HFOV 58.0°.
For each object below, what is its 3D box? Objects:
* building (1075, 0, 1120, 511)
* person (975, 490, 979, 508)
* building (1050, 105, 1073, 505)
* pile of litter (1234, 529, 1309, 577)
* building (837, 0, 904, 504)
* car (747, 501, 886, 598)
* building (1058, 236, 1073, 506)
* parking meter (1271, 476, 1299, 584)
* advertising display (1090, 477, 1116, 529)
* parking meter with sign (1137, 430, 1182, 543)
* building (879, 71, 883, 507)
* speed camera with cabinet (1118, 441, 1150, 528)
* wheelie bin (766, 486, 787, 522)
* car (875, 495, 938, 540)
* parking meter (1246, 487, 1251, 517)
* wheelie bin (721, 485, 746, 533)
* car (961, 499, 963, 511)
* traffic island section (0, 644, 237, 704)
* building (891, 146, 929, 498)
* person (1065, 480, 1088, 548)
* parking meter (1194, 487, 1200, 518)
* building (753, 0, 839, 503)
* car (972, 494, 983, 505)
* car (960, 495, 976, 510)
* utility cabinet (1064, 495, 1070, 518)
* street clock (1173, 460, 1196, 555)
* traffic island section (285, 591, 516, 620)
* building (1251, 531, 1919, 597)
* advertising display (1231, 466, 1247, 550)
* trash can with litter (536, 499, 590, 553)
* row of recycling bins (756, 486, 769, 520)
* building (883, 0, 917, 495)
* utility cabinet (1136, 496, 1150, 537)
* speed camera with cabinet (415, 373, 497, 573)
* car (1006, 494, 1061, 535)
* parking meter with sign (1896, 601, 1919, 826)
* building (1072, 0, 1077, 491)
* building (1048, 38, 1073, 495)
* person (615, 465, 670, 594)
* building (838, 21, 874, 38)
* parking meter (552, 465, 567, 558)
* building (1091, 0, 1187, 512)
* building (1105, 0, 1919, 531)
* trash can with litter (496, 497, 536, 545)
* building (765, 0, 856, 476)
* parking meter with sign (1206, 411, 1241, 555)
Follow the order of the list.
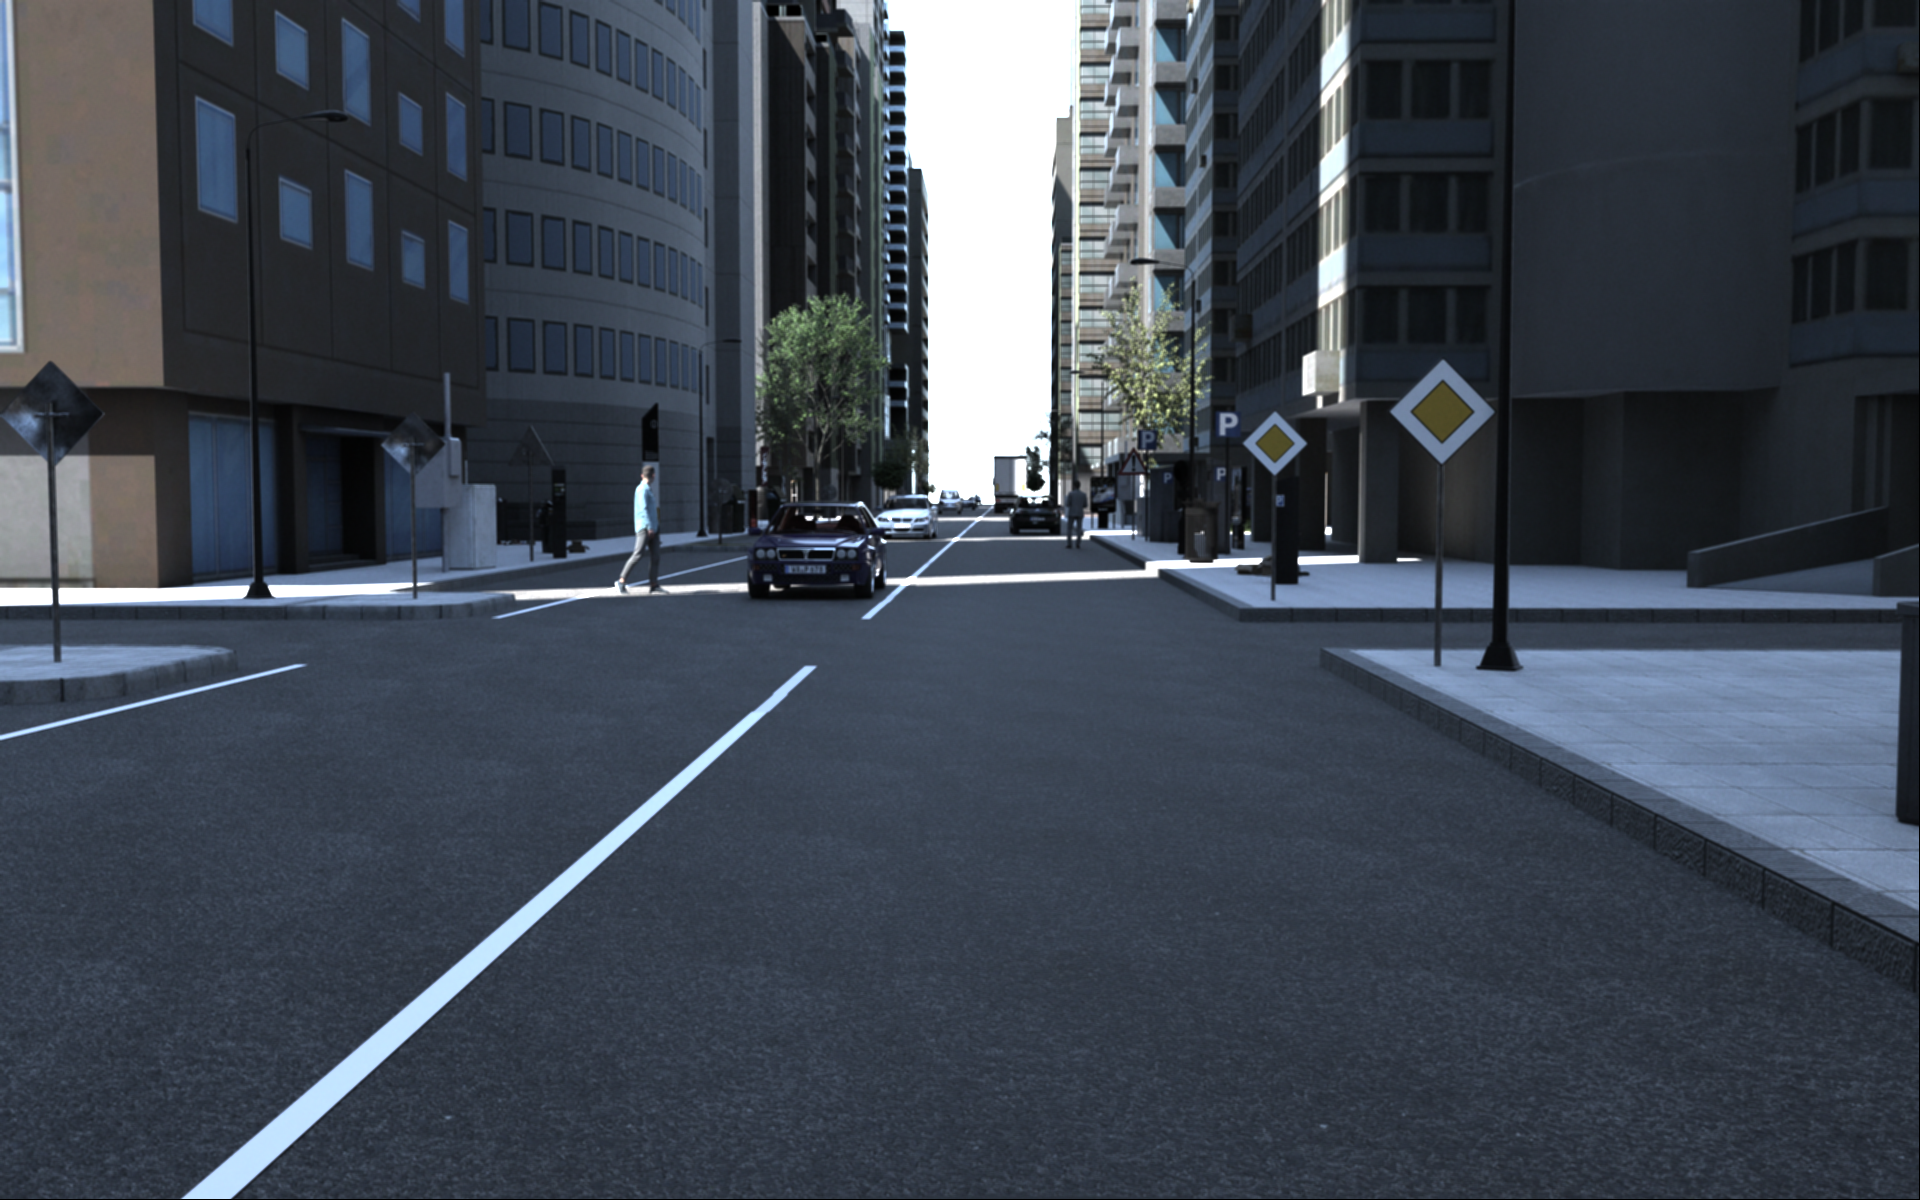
[{"bbox_3d":[15.946,-27.533,133.751,14.154,41.232,14.086,0,4,2],"label":"building"},{"bbox_3d":[1.782,-10.746,184.179,0.705,1.826,1.348,-1,4,-16],"label":"person"},{"bbox_3d":[22.041,-36.009,212.441,21.300,48.544,21.600,0,4,2],"label":"building"},{"bbox_3d":[4.956,-0.830,27.531,1.176,0.858,1.719,1,4,10],"label":"pile of litter"},{"bbox_3d":[-16.730,-46.081,191.673,20.563,71.187,20.611,0,4,2],"label":"building"},{"bbox_3d":[-2.019,-0.764,25.064,1.945,1.354,3.894,0,4,1],"label":"car"},{"bbox_3d":[18.123,-25.907,195.272,14.160,30.474,14.107,0,4,2],"label":"building"},{"bbox_3d":[4.644,-0.997,24.715,0.372,1.533,0.369,0,3,0],"label":"parking meter"},{"bbox_3d":[5.321,-3.616,64.331,0.974,1.923,0.123,1,4,22],"label":"advertising display"},{"bbox_3d":[5.373,-3.058,46.255,0.543,3.016,1.738,-1,4,-21],"label":"parking meter with sign"},{"bbox_3d":[-14.677,-29.204,161.076,14.154,41.232,14.086,0,4,2],"label":"building"},{"bbox_3d":[6.789,-4.263,64.040,2.038,3.252,0.660,3,5,44],"label":"speed camera with cabinet"},{"bbox_3d":[-7.467,-3.814,70.263,0.693,1.594,0.980,1,4,20],"label":"wheelie bin"},{"bbox_3d":[-1.689,-2.676,55.752,2.014,1.417,4.499,0,4,3],"label":"car"},{"bbox_3d":[10.674,-3.400,64.002,0.372,1.533,0.369,0,3,0],"label":"parking meter"},{"bbox_3d":[-7.507,-3.005,57.039,0.693,1.594,0.980,1,4,21],"label":"wheelie bin"},{"bbox_3d":[-0.696,-8.346,146.245,2.009,1.686,4.222,0,4,3],"label":"car"},{"bbox_3d":[-6.907,0.555,13.214,2.009,0.180,2.903,0,4,2],"label":"traffic island section"},{"bbox_3d":[-15.470,-37.966,244.452,21.300,48.544,21.600,0,4,2],"label":"building"},{"bbox_3d":[3.060,-2.283,46.020,0.606,1.804,0.583,-1,4,-19],"label":"person"},{"bbox_3d":[8.778,-3.448,64.792,0.372,1.533,0.369,0,3,0],"label":"parking meter"},{"bbox_3d":[-14.979,-20.288,103.415,14.160,30.474,14.107,0,4,2],"label":"building"},{"bbox_3d":[2.149,-13.875,238.865,2.014,1.417,4.499,0,4,1],"label":"car"},{"bbox_3d":[0.516,-8.783,156.186,1.945,1.354,3.894,0,4,1],"label":"car"},{"bbox_3d":[5.966,-5.042,93.603,0.306,1.237,1.020,2,4,27],"label":"utility cabinet"},{"bbox_3d":[4.765,-1.971,36.798,0.358,2.002,0.471,-2,4,-35],"label":"street clock"},{"bbox_3d":[-6.689,0.066,21.196,2.009,0.180,2.903,0,4,2],"label":"traffic island section"},{"bbox_3d":[18.831,-21.062,36.240,23.993,40.220,32.217,0,4,2],"label":"building"},{"bbox_3d":[6.481,-2.148,40.327,0.123,1.923,0.974,0,4,-6],"label":"advertising display"},{"bbox_3d":[-8.672,-1.617,37.817,1.055,1.170,0.624,-2,4,-29],"label":"trash can with litter"},{"bbox_3d":[-10.754,-4.824,85.983,3.534,1.692,1.069,3,5,41],"label":"row of recycling bins"},{"bbox_3d":[-16.365,-55.308,216.962,22.319,86.520,31.000,0,4,2],"label":"building"},{"bbox_3d":[5.568,-2.529,52.503,0.306,1.237,1.020,0,4,-4],"label":"utility cabinet"},{"bbox_3d":[-8.463,-2.124,29.061,0.660,3.252,2.038,1,4,8],"label":"speed camera with cabinet"},{"bbox_3d":[2.692,-3.225,62.516,2.009,1.686,4.222,0,4,0],"label":"car"},{"bbox_3d":[4.522,-0.647,6.844,1.738,3.016,0.543,-1,4,-23],"label":"parking meter with sign"},{"bbox_3d":[20.573,-37.461,154.479,21.231,58.520,28.212,0,4,2],"label":"building"},{"bbox_3d":[23.713,-56.589,237.894,22.319,86.520,31.000,0,4,2],"label":"building"},{"bbox_3d":[-4.547,-1.008,24.835,0.748,1.841,0.638,1,4,11],"label":"person"},{"bbox_3d":[-14.678,-28.292,146.167,14.154,41.232,14.086,0,4,2],"label":"building"},{"bbox_3d":[-8.017,-1.770,34.644,0.255,1.863,0.399,-1,4,-15],"label":"parking meter"},{"bbox_3d":[20.822,-30.063,111.143,23.786,49.044,30.456,0,4,2],"label":"building"},{"bbox_3d":[22.931,-23.529,76.583,32.217,40.220,23.993,0,4,2],"label":"building"},{"bbox_3d":[-11.435,-2.007,43.877,2.233,1.210,1.678,1,4,20],"label":"trash can with litter"},{"bbox_3d":[-19.220,-28.742,124.549,22.147,44.769,28.867,0,4,2],"label":"building"},{"bbox_3d":[5.608,-2.516,37.394,0.543,3.016,1.738,0,4,-2],"label":"parking meter with sign"}]
